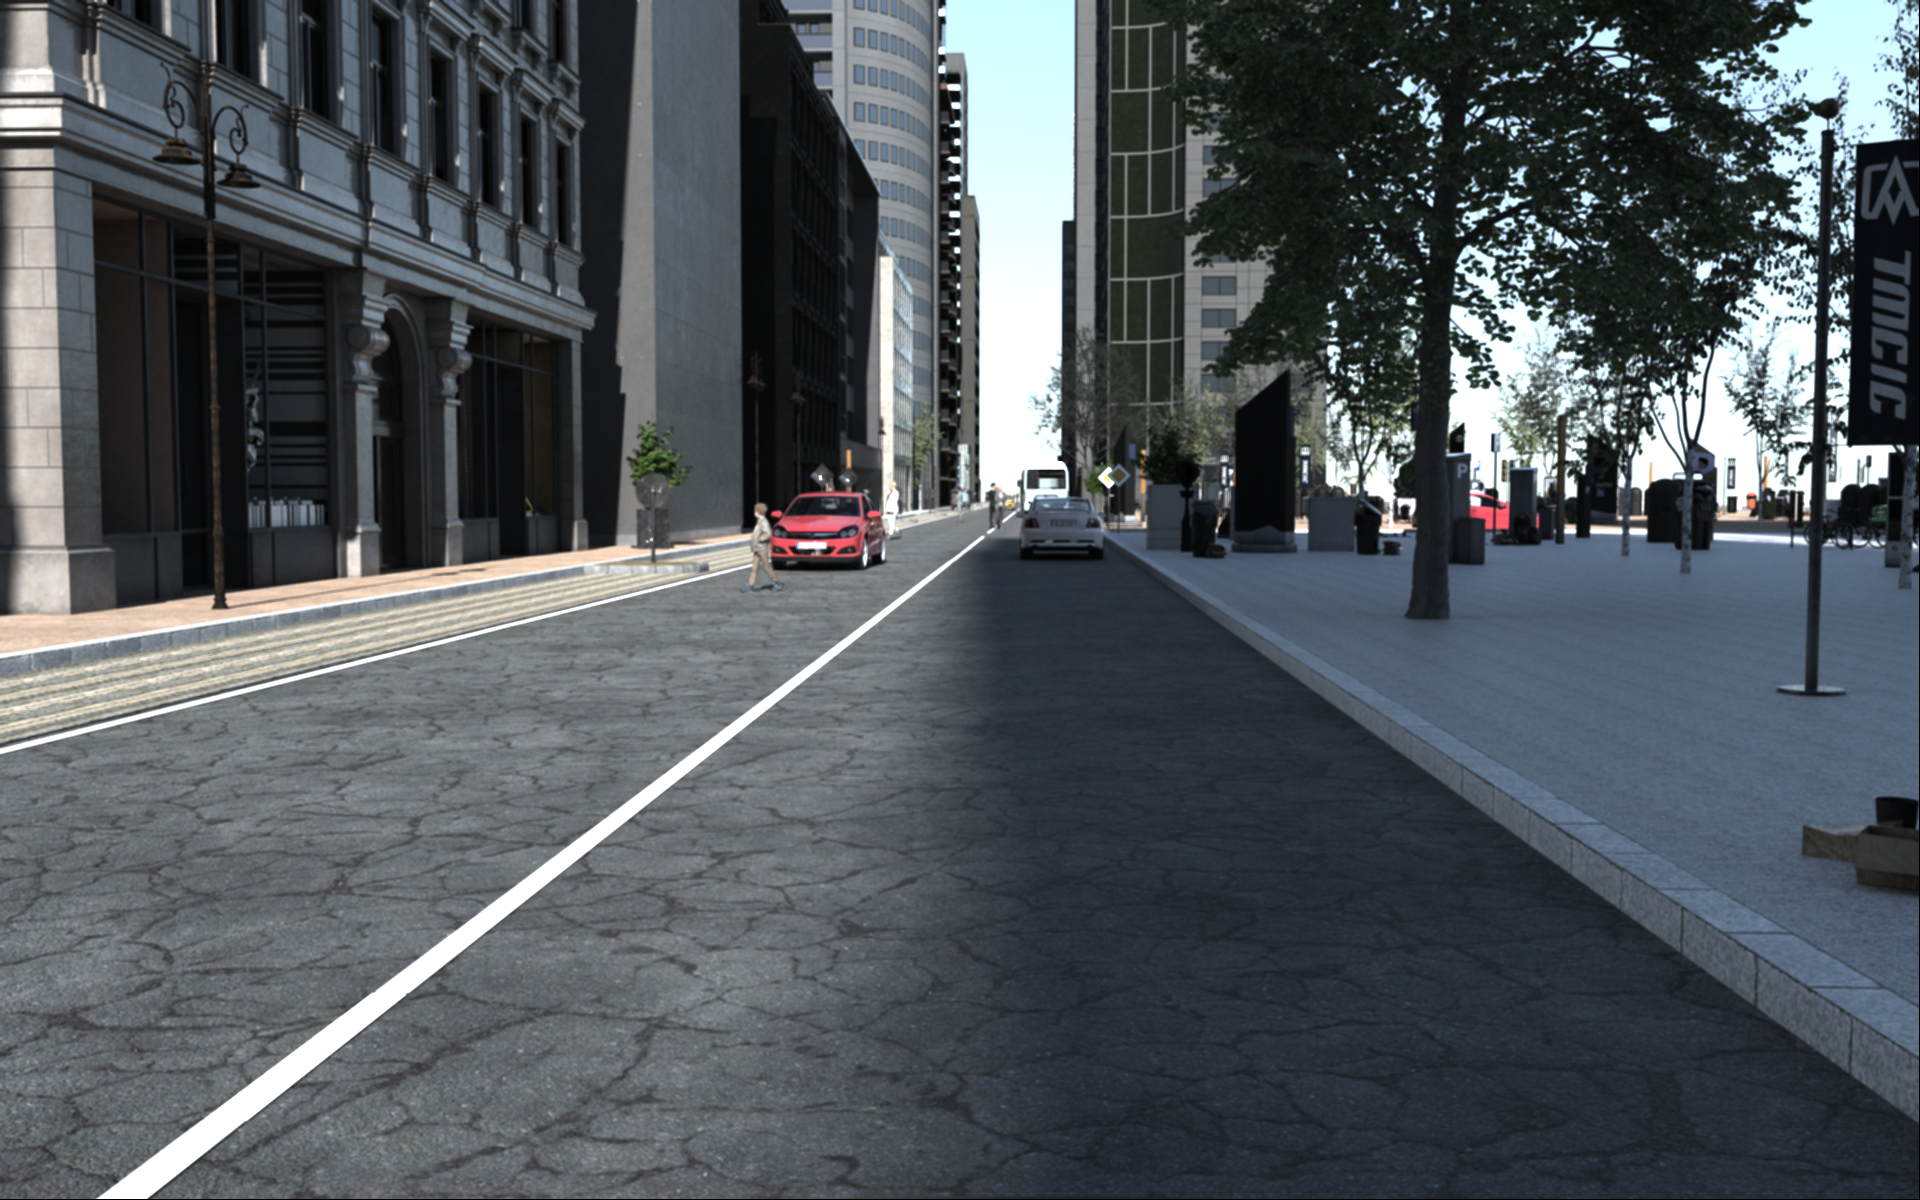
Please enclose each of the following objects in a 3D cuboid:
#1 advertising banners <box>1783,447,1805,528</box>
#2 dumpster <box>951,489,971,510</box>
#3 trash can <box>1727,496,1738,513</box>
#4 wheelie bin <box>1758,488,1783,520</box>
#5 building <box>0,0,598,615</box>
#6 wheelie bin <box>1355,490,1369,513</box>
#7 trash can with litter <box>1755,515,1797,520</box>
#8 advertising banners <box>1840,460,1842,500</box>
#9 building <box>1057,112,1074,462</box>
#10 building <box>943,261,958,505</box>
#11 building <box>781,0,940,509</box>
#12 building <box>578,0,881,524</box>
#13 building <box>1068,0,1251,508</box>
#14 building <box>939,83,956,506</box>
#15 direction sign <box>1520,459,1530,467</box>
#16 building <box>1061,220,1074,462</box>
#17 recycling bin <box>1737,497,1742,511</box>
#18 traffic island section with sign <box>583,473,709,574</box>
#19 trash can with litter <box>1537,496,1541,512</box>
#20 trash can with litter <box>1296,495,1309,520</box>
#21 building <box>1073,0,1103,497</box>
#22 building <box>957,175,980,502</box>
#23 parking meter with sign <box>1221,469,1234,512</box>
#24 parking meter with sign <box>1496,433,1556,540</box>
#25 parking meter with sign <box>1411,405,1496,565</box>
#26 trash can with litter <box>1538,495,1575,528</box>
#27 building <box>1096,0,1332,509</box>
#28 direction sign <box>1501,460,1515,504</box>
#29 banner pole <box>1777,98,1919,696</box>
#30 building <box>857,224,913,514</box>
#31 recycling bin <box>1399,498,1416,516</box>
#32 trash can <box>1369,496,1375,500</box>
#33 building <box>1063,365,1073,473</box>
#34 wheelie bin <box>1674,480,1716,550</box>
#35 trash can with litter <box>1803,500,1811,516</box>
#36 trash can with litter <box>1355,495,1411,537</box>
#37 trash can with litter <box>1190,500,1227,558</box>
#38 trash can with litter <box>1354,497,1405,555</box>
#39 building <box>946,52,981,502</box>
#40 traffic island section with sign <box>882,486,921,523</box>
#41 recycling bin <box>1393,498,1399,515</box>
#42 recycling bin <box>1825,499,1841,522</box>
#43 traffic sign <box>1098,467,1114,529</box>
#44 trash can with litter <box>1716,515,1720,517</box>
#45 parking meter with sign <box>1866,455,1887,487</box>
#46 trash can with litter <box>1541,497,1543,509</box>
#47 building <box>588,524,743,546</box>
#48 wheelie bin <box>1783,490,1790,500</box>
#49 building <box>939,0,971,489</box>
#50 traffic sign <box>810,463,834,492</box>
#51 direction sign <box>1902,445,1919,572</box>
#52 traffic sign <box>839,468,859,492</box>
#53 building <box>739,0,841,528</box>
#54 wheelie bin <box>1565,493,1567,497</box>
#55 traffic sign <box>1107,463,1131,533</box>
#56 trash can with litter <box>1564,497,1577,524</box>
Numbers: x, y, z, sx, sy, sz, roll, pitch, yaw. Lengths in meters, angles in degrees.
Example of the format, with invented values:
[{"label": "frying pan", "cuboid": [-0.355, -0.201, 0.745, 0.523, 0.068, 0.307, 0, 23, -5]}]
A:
[{"label": "advertising banners", "cuboid": [31.367, -4.221, 65.205, 2.074, 3.025, 0.090, -3, 5, -43]}, {"label": "dumpster", "cuboid": [0.090, -9.033, 155.901, 1.865, 1.857, 1.264, 0, 4, 5]}, {"label": "trash can", "cuboid": [52.149, -6.442, 116.976, 0.748, 1.137, 0.748, 0, 3, 0]}, {"label": "wheelie bin", "cuboid": [39.554, -4.704, 84.812, 0.693, 1.594, 0.980, 0, 4, -1]}, {"label": "building", "cuboid": [-13.807, -10.300, 19.313, 10.553, 20.767, 40.483, 0, 4, 3]}, {"label": "wheelie bin", "cuboid": [20.947, -5.034, 90.221, 0.693, 1.594, 0.980, 0, 4, 6]}, {"label": "trash can with litter", "cuboid": [40.885, -4.642, 86.951, 1.678, 1.210, 2.233, -3, 4, -38]}, {"label": "advertising banners", "cuboid": [45.088, -5.653, 88.618, 0.090, 3.025, 2.074, 2, 4, 24]}, {"label": "building", "cuboid": [27.229, -59.233, 281.132, 22.319, 86.520, 31.000, 0, 4, 3]}, {"label": "building", "cuboid": [-7.588, -26.448, 204.119, 14.160, 30.474, 14.107, 0, 4, 3]}, {"label": "building", "cuboid": [-13.101, -37.402, 153.527, 21.231, 58.520, 28.212, 0, 4, 3]}, {"label": "building", "cuboid": [-12.750, -16.932, 95.909, 14.314, 24.678, 30.058, 0, 4, 3]}, {"label": "building", "cuboid": [22.102, -46.792, 203.304, 20.563, 71.187, 20.611, 0, 4, 3]}, {"label": "building", "cuboid": [-11.808, -32.280, 182.404, 22.147, 44.769, 28.867, 0, 4, 3]}, {"label": "direction sign", "cuboid": [37.007, -7.430, 113.469, 0.379, 3.537, 0.876, -2, 4, -23]}, {"label": "building", "cuboid": [22.230, -35.244, 259.841, 14.154, 41.232, 14.086, 0, 4, 3]}, {"label": "recycling bin", "cuboid": [59.477, -7.348, 132.694, 0.722, 1.027, 0.722, 1, 4, 23]}, {"label": "traffic island section with sign", "cuboid": [-5.685, -1.414, 31.742, 1.989, 1.847, 2.006, 0, 4, 3]}, {"label": "trash can with litter", "cuboid": [36.409, -5.964, 108.904, 0.624, 1.170, 1.055, 2, 4, 32]}, {"label": "trash can with litter", "cuboid": [17.787, -4.671, 87.432, 2.233, 1.210, 1.678, -2, 4, -35]}, {"label": "building", "cuboid": [22.304, -38.978, 179.291, 21.231, 58.520, 28.212, 0, 4, 3]}, {"label": "building", "cuboid": [-7.953, -39.277, 265.877, 21.300, 48.544, 21.600, 0, 4, 3]}, {"label": "parking meter with sign", "cuboid": [18.798, -7.706, 122.257, 0.543, 3.016, 1.738, 0, 4, -7]}, {"label": "parking meter with sign", "cuboid": [16.004, -3.236, 49.177, 1.738, 3.016, 0.543, 3, 4, 37]}, {"label": "parking meter with sign", "cuboid": [9.110, -2.197, 32.189, 0.543, 3.016, 1.738, -1, 4, -21]}, {"label": "trash can with litter", "cuboid": [22.407, -3.390, 66.482, 2.233, 1.210, 1.678, 2, 4, 27]}, {"label": "building", "cuboid": [21.116, -43.811, 154.567, 20.563, 71.187, 20.611, 0, 4, 3]}, {"label": "direction sign", "cuboid": [36.002, -7.453, 113.848, 0.876, 3.537, 0.379, -1, 4, -8]}, {"label": "banner pole", "cuboid": [5.685, -1.279, 10.935, 0.863, 3.779, 0.401, 2, 4, 34]}, {"label": "building", "cuboid": [-9.071, -16.192, 119.490, 10.420, 20.320, 16.860, 0, 4, 3]}, {"label": "recycling bin", "cuboid": [26.070, -5.360, 100.193, 0.722, 1.027, 0.722, -3, 5, -40]}, {"label": "trash can", "cuboid": [31.913, -7.467, 133.732, 0.748, 1.137, 0.748, 0, 3, 0]}, {"label": "building", "cuboid": [28.328, -24.077, 238.693, 27.650, 21.520, 28.899, 0, 4, 3]}, {"label": "wheelie bin", "cuboid": [16.990, -1.961, 39.973, 0.980, 1.594, 0.693, -2, 4, -28]}, {"label": "trash can with litter", "cuboid": [50.091, -5.544, 102.027, 0.624, 1.170, 1.055, -3, 5, -39]}, {"label": "trash can with litter", "cuboid": [12.674, -2.505, 52.007, 2.233, 1.210, 1.678, 1, 4, 22]}, {"label": "trash can with litter", "cuboid": [5.082, -1.445, 35.015, 0.624, 1.170, 1.055, -1, 4, -19]}, {"label": "trash can with litter", "cuboid": [8.902, -1.551, 36.744, 1.055, 1.170, 0.624, 2, 4, 28]}, {"label": "building", "cuboid": [-6.845, -51.864, 286.223, 20.563, 71.187, 20.611, 0, 4, 3]}, {"label": "traffic island section with sign", "cuboid": [-3.160, -4.812, 87.305, 1.989, 1.847, 2.006, 0, 4, 3]}, {"label": "recycling bin", "cuboid": [26.162, -5.525, 102.885, 0.722, 1.027, 0.722, 0, 4, 2]}, {"label": "recycling bin", "cuboid": [40.712, -4.160, 80.571, 0.722, 1.027, 0.722, 2, 4, 32]}, {"label": "traffic sign", "cuboid": [5.528, -3.714, 64.364, 0.795, 2.450, 0.064, 0, 4, 3]}, {"label": "trash can with litter", "cuboid": [41.754, -5.261, 97.073, 2.233, 1.210, 1.678, -2, 4, -25]}, {"label": "parking meter with sign", "cuboid": [41.467, -4.963, 77.406, 1.738, 3.016, 0.543, 1, 4, 12]}, {"label": "trash can with litter", "cuboid": [27.636, -4.226, 80.476, 0.624, 1.170, 1.055, 3, 5, 41]}, {"label": "building", "cuboid": [-22.058, -14.109, 49.753, 30.058, 24.678, 14.314, 0, 4, 3]}, {"label": "wheelie bin", "cuboid": [57.448, -6.908, 120.847, 0.693, 1.594, 0.980, -2, 4, -30]}, {"label": "building", "cuboid": [-9.413, -56.596, 238.023, 22.319, 86.520, 31.000, 0, 4, 3]}, {"label": "traffic sign", "cuboid": [-4.518, -3.254, 56.846, 0.795, 2.450, 0.064, 0, 4, 3]}, {"label": "direction sign", "cuboid": [15.832, -2.226, 28.394, 0.876, 3.537, 0.379, -1, 4, -11]}, {"label": "traffic sign", "cuboid": [-4.156, -3.742, 64.822, 0.795, 2.450, 0.064, 0, 4, 3]}, {"label": "building", "cuboid": [-12.055, -14.838, 72.281, 12.332, 23.373, 15.834, 0, 4, 3]}, {"label": "wheelie bin", "cuboid": [44.484, -7.367, 128.356, 0.980, 1.594, 0.693, 0, 4, -1]}, {"label": "traffic sign", "cuboid": [5.165, -3.226, 56.387, 0.795, 2.450, 0.064, 0, 4, 3]}, {"label": "trash can with litter", "cuboid": [25.903, -3.812, 73.716, 1.055, 1.170, 0.624, -3, 5, -40]}]
